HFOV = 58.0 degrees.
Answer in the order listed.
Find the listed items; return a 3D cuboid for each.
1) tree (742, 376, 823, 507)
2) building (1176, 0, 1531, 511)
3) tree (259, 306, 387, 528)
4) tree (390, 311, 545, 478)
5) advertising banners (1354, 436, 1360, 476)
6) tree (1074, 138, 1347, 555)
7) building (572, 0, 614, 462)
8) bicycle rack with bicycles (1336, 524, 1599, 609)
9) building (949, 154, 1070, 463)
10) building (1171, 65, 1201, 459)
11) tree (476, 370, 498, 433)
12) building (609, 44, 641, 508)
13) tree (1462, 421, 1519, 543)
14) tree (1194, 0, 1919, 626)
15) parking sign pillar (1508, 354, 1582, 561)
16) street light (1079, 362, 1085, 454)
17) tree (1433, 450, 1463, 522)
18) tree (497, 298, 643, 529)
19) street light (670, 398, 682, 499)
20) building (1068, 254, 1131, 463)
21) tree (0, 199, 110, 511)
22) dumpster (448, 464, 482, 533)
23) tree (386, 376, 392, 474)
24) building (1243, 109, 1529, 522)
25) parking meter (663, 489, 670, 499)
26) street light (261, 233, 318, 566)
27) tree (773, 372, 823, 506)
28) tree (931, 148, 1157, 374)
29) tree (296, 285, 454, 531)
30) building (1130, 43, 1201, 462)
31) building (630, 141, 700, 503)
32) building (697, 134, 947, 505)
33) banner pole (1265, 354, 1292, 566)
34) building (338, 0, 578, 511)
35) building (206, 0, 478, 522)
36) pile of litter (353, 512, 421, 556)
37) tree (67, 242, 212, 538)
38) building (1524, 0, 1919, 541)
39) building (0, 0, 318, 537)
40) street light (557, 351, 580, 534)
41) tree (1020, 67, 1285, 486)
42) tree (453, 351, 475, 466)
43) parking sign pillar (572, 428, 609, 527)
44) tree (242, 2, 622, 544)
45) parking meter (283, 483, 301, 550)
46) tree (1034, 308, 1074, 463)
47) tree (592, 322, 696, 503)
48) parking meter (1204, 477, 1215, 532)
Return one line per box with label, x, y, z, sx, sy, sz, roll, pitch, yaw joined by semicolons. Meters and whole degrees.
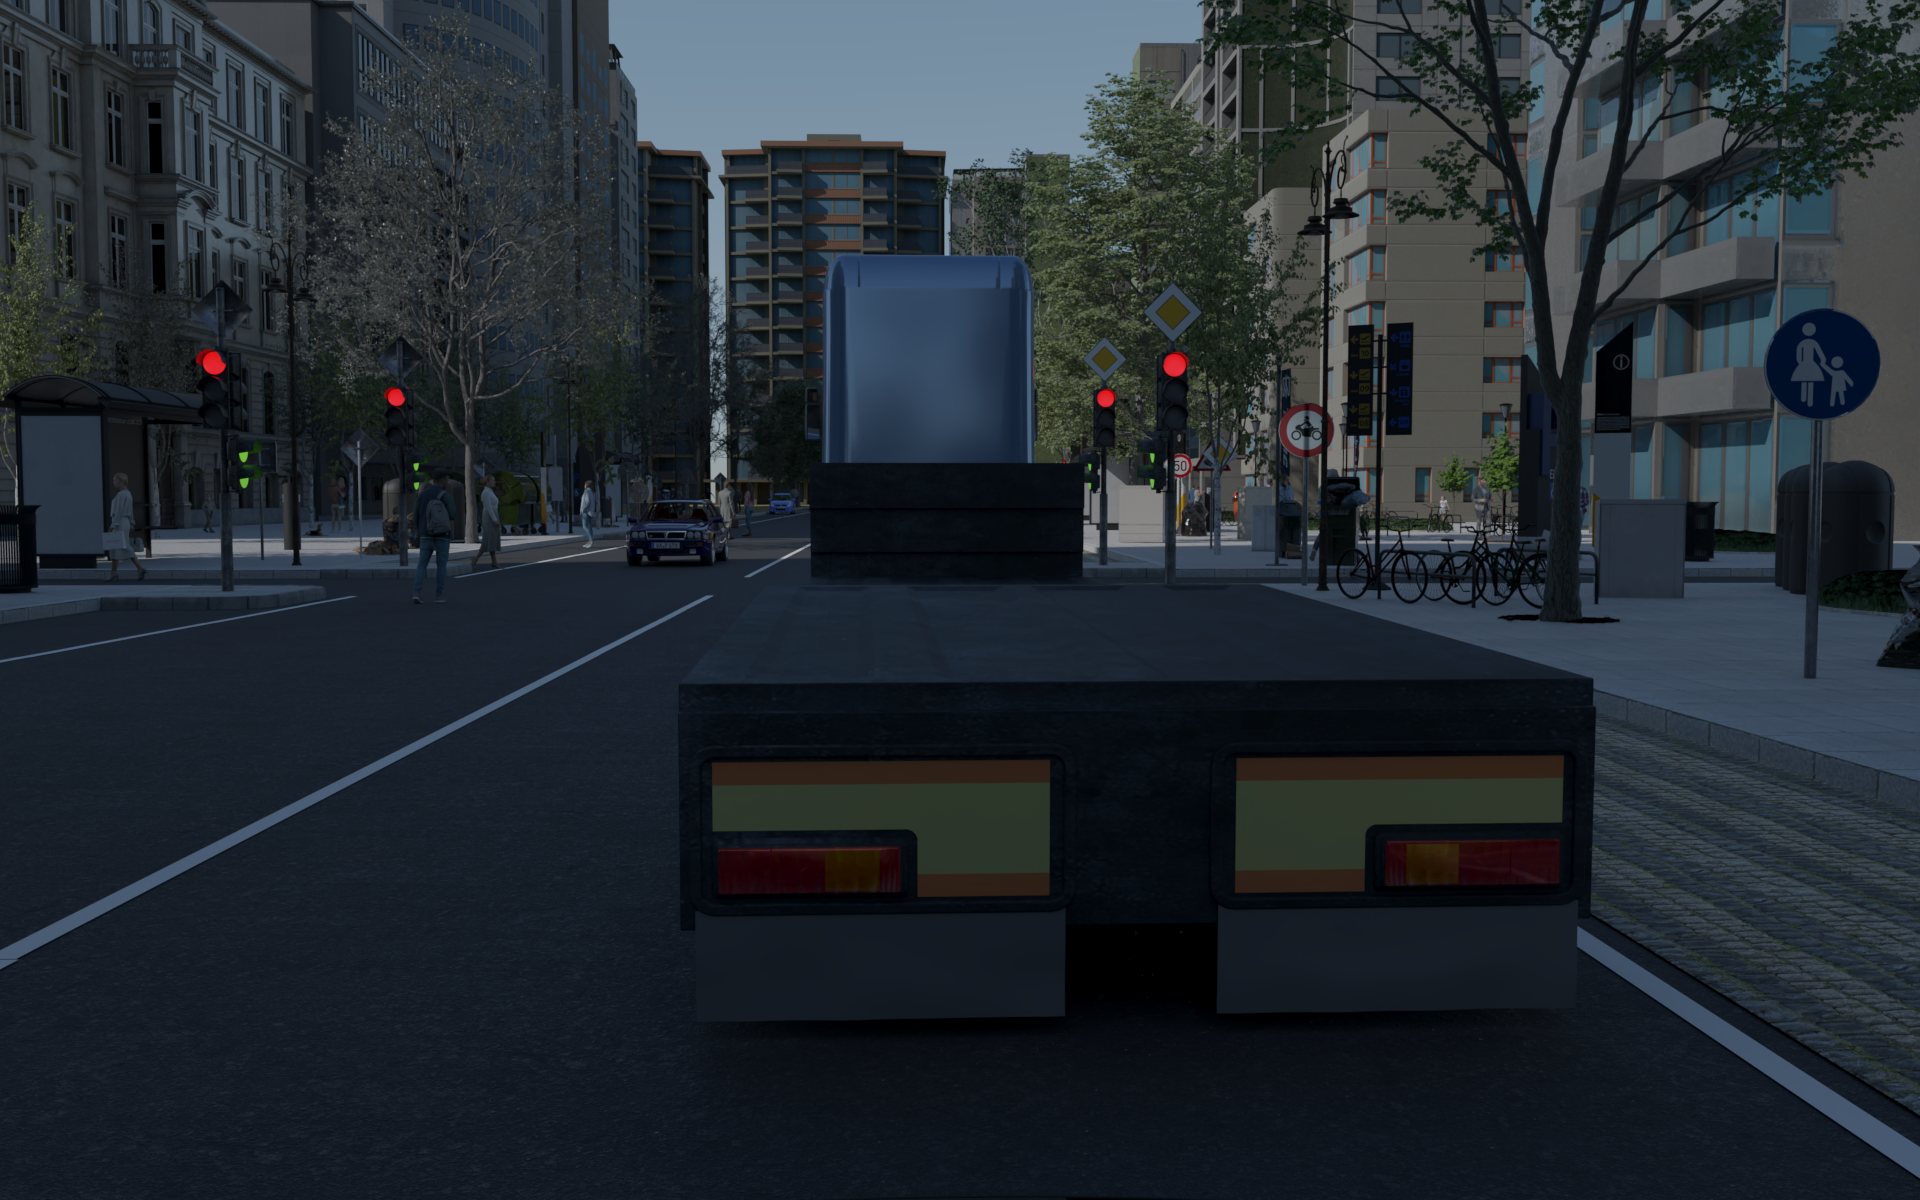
tree;-16.243;-15.361;168.155;9.611;12.733;9.660;0;3;0
building;26.293;-41.639;119.043;20.563;71.187;20.611;0;4;-2
tree;-24.789;-7.081;66.144;4.360;8.622;3.978;0;3;0
tree;-18.756;-7.092;66.314;4.360;8.622;3.978;0;3;0
advertising banners;8.778;-2.622;39.065;0.090;3.025;2.074;0;4;2
tree;5.582;-5.244;36.105;4.737;8.622;4.395;0;3;0
building;-36.310;-29.960;139.959;14.600;45.320;14.200;0;4;-2
bicycle rack with bicycles;6.199;-0.430;20.420;2.852;0.926;2.925;-1;4;-21
building;5.842;-32.262;211.075;14.086;41.232;14.154;0;4;-2
building;31.270;-27.555;142.405;32.217;40.220;23.993;0;4;-2
tree;-25.146;-8.217;84.710;4.737;8.622;4.395;0;3;0
building;-37.207;-29.141;160.056;14.086;41.232;14.154;0;4;-2
tree;14.411;-3.136;45.879;1.663;3.219;1.824;0;3;0
tree;5.966;-5.581;17.000;9.928;11.665;9.643;0;3;0
parking sign pillar;11.446;-2.777;33.880;1.447;3.967;1.447;-3;5;-44
street light;3.900;-5.055;55.437;0.468;5.910;1.993;0;4;-2
tree;21.959;-5.042;77.042;1.663;3.219;1.824;0;3;0
tree;-13.290;-6.861;62.536;4.737;8.622;4.395;0;3;0
street light;-13.459;-6.680;82.001;0.468;5.910;1.993;0;4;-2
building;20.306;-26.915;211.768;14.107;30.474;14.160;0;4;-2
tree;-23.886;-5.721;43.895;4.737;8.622;4.395;0;3;0
dumpster;-16.255;-3.286;56.220;1.502;2.255;1.985;0;4;-2
tree;-23.402;-7.477;72.606;4.360;8.622;3.978;0;3;0
building;31.691;-15.160;92.900;27.650;21.520;28.899;0;4;-2
parking meter;-16.179;-5.327;95.515;0.372;1.533;0.369;0;3;0
street light;-11.925;-3.558;30.959;0.468;5.910;1.993;0;4;-2
tree;-17.154;-16.819;181.650;9.857;13.997;8.962;0;3;0
tree;4.236;-14.502;92.992;12.611;20.169;13.585;0;3;0
tree;-21.147;-6.727;60.354;4.737;8.622;4.395;0;3;0
building;22.706;-29.207;161.133;14.154;41.232;14.086;0;4;-2
building;-45.407;-34.177;213.421;28.867;44.769;22.147;0;4;-2
building;-16.034;-34.184;213.537;28.867;44.769;22.147;0;4;-2
banner pole;5.717;-2.490;30.725;0.401;3.779;0.863;-1;4;-9
building;-39.653;-35.245;118.256;21.231;58.520;28.212;0;4;-2
building;-35.473;-18.214;91.311;14.314;27.812;24.014;0;4;-2
pile of litter;-12.323;-1.400;36.848;1.176;0.858;1.719;0;4;-5
tree;-23.568;-6.117;50.381;4.360;8.622;3.978;0;3;0
building;34.475;-26.648;55.296;30.456;49.044;23.786;0;4;-2
building;-34.222;-14.836;61.649;14.460;24.649;34.723;0;4;-2
street light;-12.659;-5.098;56.146;0.468;5.910;1.993;0;4;-2
tree;5.145;-7.871;46.826;7.486;12.596;7.792;0;3;0
tree;-24.608;-7.748;77.040;4.737;8.622;4.395;0;3;0
parking sign pillar;-14.735;-4.917;68.868;1.447;3.967;1.447;3;5;39
tree;-12.736;-8.197;44.392;12.009;13.543;11.850;0;3;0
parking meter;-15.339;-1.918;39.764;0.372;1.533;0.369;0;3;0
tree;3.825;-7.142;67.127;4.737;8.622;4.395;0;3;0
tree;-13.692;-7.570;74.128;4.360;8.622;3.978;0;3;0
parking meter;8.509;-3.243;58.734;0.399;1.863;0.255;2;4;35
